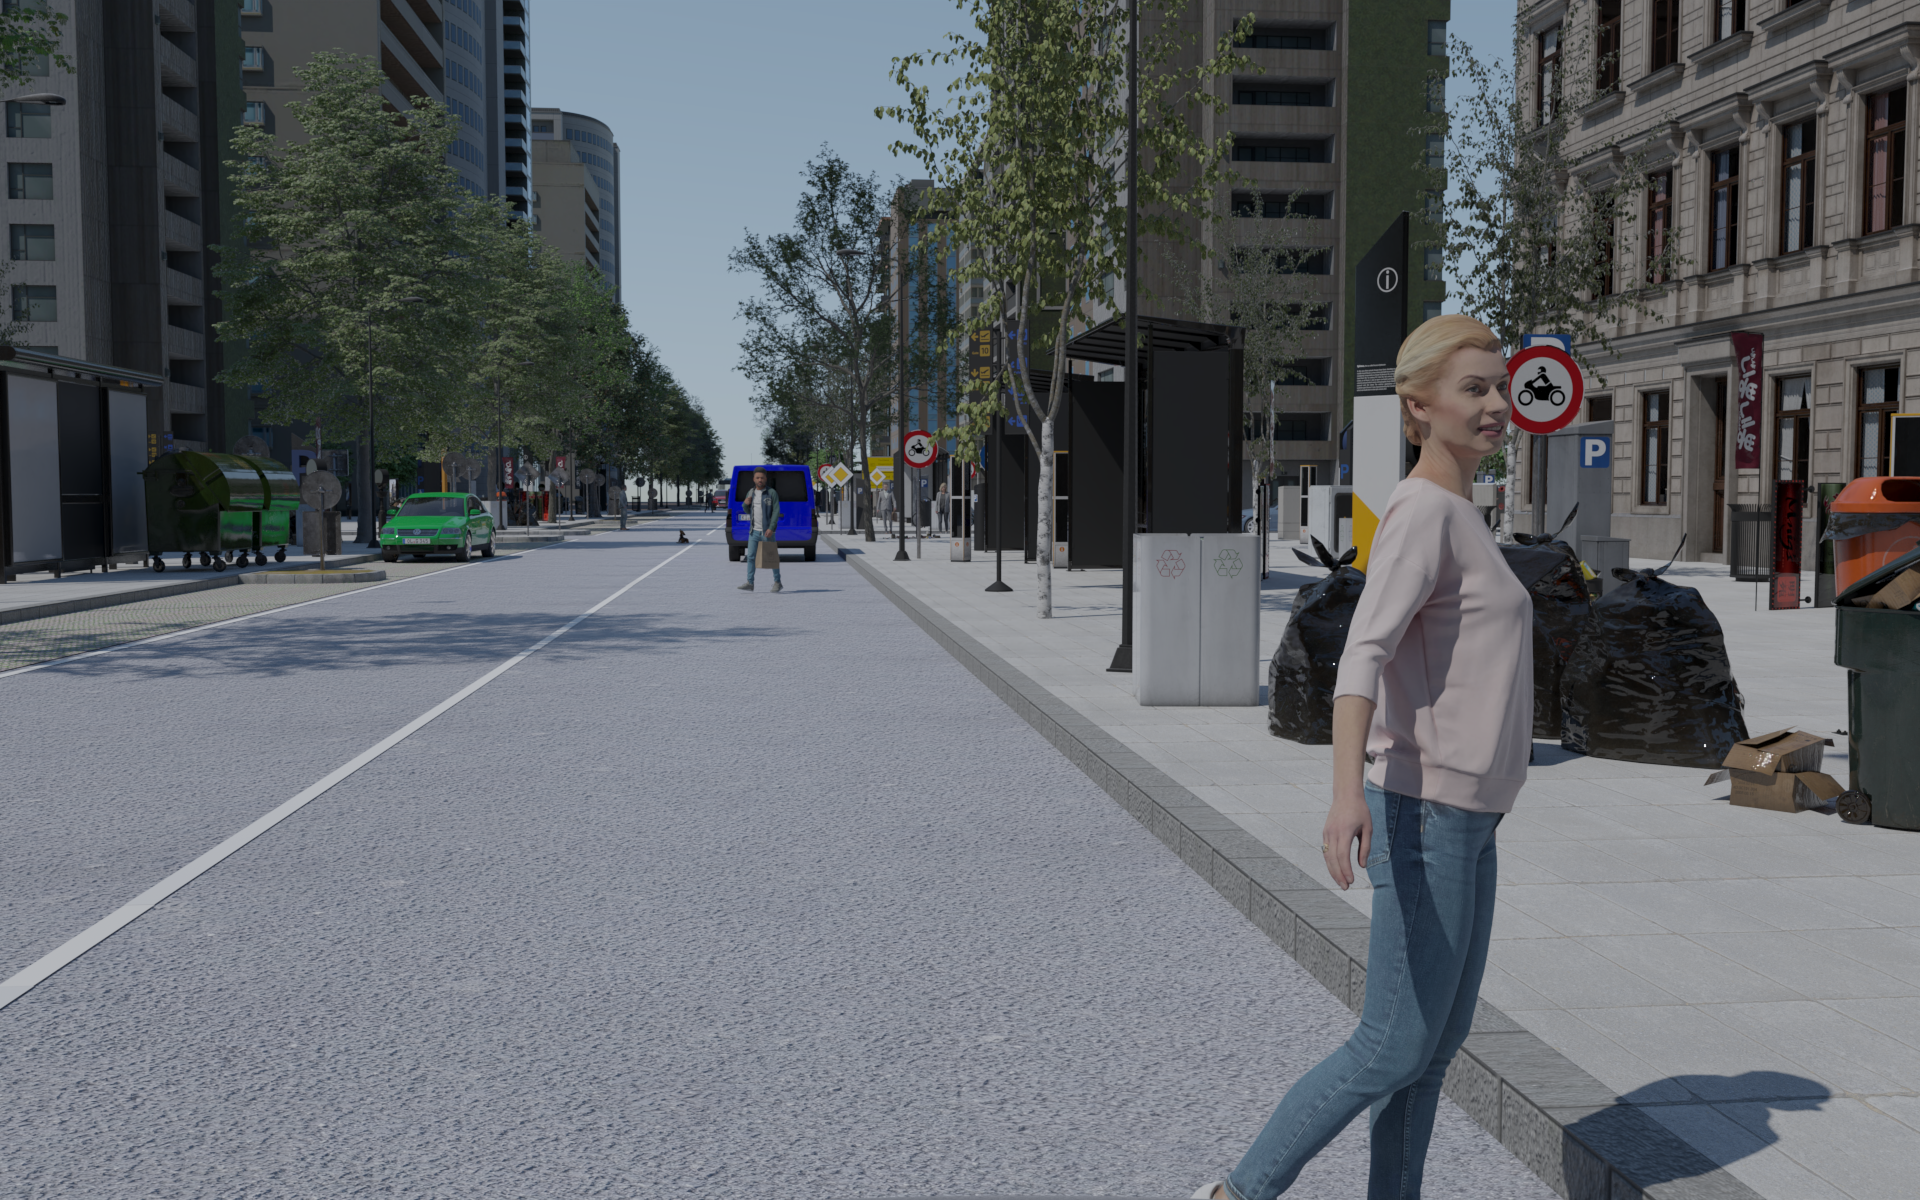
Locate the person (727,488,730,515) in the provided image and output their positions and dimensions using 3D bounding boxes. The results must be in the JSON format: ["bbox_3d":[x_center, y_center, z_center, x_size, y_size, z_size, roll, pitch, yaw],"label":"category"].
[{"bbox_3d":[-15.201,-6.486,114.739,0.583,1.804,0.606,-2,4,-35],"label":"person"}]

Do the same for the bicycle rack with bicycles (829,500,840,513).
[{"bbox_3d":[-7.344,-6.293,116.266,2.852,0.926,2.925,2,4,28],"label":"bicycle rack with bicycles"}]

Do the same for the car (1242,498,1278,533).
[{"bbox_3d":[11.428,-2.949,60.225,4.499,1.417,2.014,0,4,-8],"label":"car"}]

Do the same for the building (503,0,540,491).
[{"bbox_3d":[-54.353,-52.731,174.826,22.319,86.520,31.000,0,4,-6],"label":"building"}]

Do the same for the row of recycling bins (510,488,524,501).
[{"bbox_3d":[-29.613,-6.642,115.705,3.534,1.692,1.069,3,5,42],"label":"row of recycling bins"}]

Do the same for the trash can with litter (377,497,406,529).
[{"bbox_3d":[-19.857,-3.004,60.502,1.055,1.170,0.624,0,4,7],"label":"trash can with litter"}]

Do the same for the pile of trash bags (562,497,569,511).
[{"bbox_3d":[-30.321,-7.352,129.951,1.912,1.369,3.447,-1,4,-11],"label":"pile of trash bags"}]

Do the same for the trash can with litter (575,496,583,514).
[{"bbox_3d":[-28.582,-7.283,130.463,0.624,1.170,1.055,0,4,8],"label":"trash can with litter"}]

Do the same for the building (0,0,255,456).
[{"bbox_3d":[-41.519,-18.761,78.446,14.160,30.474,14.107,0,4,-6],"label":"building"}]

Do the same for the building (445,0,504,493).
[{"bbox_3d":[-51.027,-36.913,145.530,21.231,58.520,28.212,0,4,-6],"label":"building"}]

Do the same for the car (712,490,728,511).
[{"bbox_3d":[-20.544,-8.680,150.593,2.281,1.827,5.304,0,4,-6],"label":"car"}]

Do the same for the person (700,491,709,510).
[{"bbox_3d":[-22.959,-9.053,157.227,1.217,1.735,0.721,0,4,6],"label":"person"}]

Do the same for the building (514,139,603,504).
[{"bbox_3d":[-61.461,-37.662,239.475,21.300,48.544,21.600,0,4,-6],"label":"building"}]

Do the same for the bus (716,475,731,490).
[{"bbox_3d":[-25.610,-12.211,194.516,2.948,3.499,13.247,0,4,-5],"label":"bus"}]

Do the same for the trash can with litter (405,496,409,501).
[{"bbox_3d":[-41.021,-7.121,127.488,1.678,1.210,2.233,-1,4,-20],"label":"trash can with litter"}]

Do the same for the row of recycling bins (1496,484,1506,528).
[{"bbox_3d":[20.631,-3.631,66.473,1.069,1.692,3.534,-3,5,-39],"label":"row of recycling bins"}]

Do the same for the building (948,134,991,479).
[{"bbox_3d":[12.772,-30.404,188.990,32.217,40.220,23.993,0,4,-6],"label":"building"}]

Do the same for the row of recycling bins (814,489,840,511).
[{"bbox_3d":[-10.775,-7.647,132.135,3.534,1.692,1.069,-1,4,-10],"label":"row of recycling bins"}]

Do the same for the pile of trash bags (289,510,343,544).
[{"bbox_3d":[-17.806,-2.164,45.129,3.447,1.369,1.912,0,4,-3],"label":"pile of trash bags"}]

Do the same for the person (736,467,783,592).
[{"bbox_3d":[-2.831,-1.010,24.994,0.794,1.824,0.713,3,5,44],"label":"person"}]

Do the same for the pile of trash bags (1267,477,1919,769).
[{"bbox_3d":[3.394,0.053,8.894,3.447,1.369,1.912,0,4,-4],"label":"pile of trash bags"}]

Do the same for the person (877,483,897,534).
[{"bbox_3d":[-2.512,-3.124,59.698,0.709,1.813,0.853,0,4,-3],"label":"person"}]

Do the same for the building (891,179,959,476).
[{"bbox_3d":[-2.440,-36.460,246.233,14.600,45.320,14.200,0,4,-6],"label":"building"}]

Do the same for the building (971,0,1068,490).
[{"bbox_3d":[11.516,-42.154,127.466,20.563,71.187,20.611,0,4,-6],"label":"building"}]

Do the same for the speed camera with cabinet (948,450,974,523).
[{"bbox_3d":[0.494,-5.074,77.295,2.038,3.252,0.660,2,4,33],"label":"speed camera with cabinet"}]

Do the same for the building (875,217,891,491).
[{"bbox_3d":[-1.767,-37.515,267.994,22.147,44.769,28.867,0,4,-6],"label":"building"}]

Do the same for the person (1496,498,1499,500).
[{"bbox_3d":[19.037,-3.277,62.248,0.590,1.801,0.661,1,4,15],"label":"person"}]

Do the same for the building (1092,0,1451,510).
[{"bbox_3d":[14.582,-19.157,84.922,14.107,30.474,14.160,0,4,-6],"label":"building"}]

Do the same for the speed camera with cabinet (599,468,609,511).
[{"bbox_3d":[-26.754,-8.413,131.890,2.038,3.252,0.660,2,4,26],"label":"speed camera with cabinet"}]

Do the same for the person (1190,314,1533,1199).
[{"bbox_3d":[0.682,0.378,2.985,0.598,1.740,0.731,1,4,13],"label":"person"}]

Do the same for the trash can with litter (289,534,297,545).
[{"bbox_3d":[-16.920,-1.957,43.392,1.055,1.170,0.624,-2,4,-33],"label":"trash can with litter"}]

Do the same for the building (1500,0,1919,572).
[{"bbox_3d":[18.456,-10.234,31.951,10.561,19.102,19.286,0,4,-6],"label":"building"}]

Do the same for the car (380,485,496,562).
[{"bbox_3d":[-11.288,-1.763,37.623,1.959,1.807,4.718,0,4,-5],"label":"car"}]

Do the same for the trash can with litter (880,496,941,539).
[{"bbox_3d":[-1.428,-2.387,50.080,2.233,1.210,1.678,-3,4,-36],"label":"trash can with litter"}]

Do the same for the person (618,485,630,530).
[{"bbox_3d":[-13.387,-3.688,68.901,0.391,1.810,0.635,-1,4,-19],"label":"person"}]

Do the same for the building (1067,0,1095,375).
[{"bbox_3d":[14.435,-27.704,103.065,14.600,45.320,14.200,0,4,-6],"label":"building"}]

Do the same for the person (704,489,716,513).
[{"bbox_3d":[-19.141,-7.595,132.643,0.822,1.834,0.622,1,4,12],"label":"person"}]

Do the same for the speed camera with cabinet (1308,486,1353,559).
[{"bbox_3d":[7.882,-2.469,34.697,2.038,3.252,0.660,-3,4,-37],"label":"speed camera with cabinet"}]

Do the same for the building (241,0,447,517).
[{"bbox_3d":[-44.401,-29.532,106.547,21.300,48.544,21.600,0,4,-6],"label":"building"}]

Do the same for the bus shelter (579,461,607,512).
[{"bbox_3d":[-26.467,-8.230,125.839,1.731,3.624,6.357,0,4,-6],"label":"bus shelter"}]

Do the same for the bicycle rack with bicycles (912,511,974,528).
[{"bbox_3d":[-0.221,-3.224,66.101,2.925,0.926,2.852,0,4,8],"label":"bicycle rack with bicycles"}]

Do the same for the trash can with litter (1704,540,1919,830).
[{"bbox_3d":[3.516,0.277,6.858,0.624,1.170,1.055,-3,5,-43],"label":"trash can with litter"}]

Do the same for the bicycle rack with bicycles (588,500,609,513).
[{"bbox_3d":[-23.685,-6.202,114.782,2.852,0.926,2.925,1,4,10],"label":"bicycle rack with bicycles"}]

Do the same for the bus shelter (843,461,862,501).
[{"bbox_3d":[-6.513,-7.081,109.697,2.014,3.302,5.546,0,4,-6],"label":"bus shelter"}]

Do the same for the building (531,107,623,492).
[{"bbox_3d":[-63.378,-44.157,263.969,21.231,58.520,28.212,0,4,-6],"label":"building"}]

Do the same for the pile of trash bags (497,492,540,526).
[{"bbox_3d":[-18.307,-3.696,70.177,1.912,1.369,3.447,-2,4,-27],"label":"pile of trash bags"}]

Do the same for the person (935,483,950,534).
[{"bbox_3d":[-0.464,-2.975,57.324,0.709,1.800,0.728,1,4,9],"label":"person"}]

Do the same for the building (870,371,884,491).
[{"bbox_3d":[-8.237,-31.729,290.471,14.160,30.474,14.107,0,4,-6],"label":"building"}]
